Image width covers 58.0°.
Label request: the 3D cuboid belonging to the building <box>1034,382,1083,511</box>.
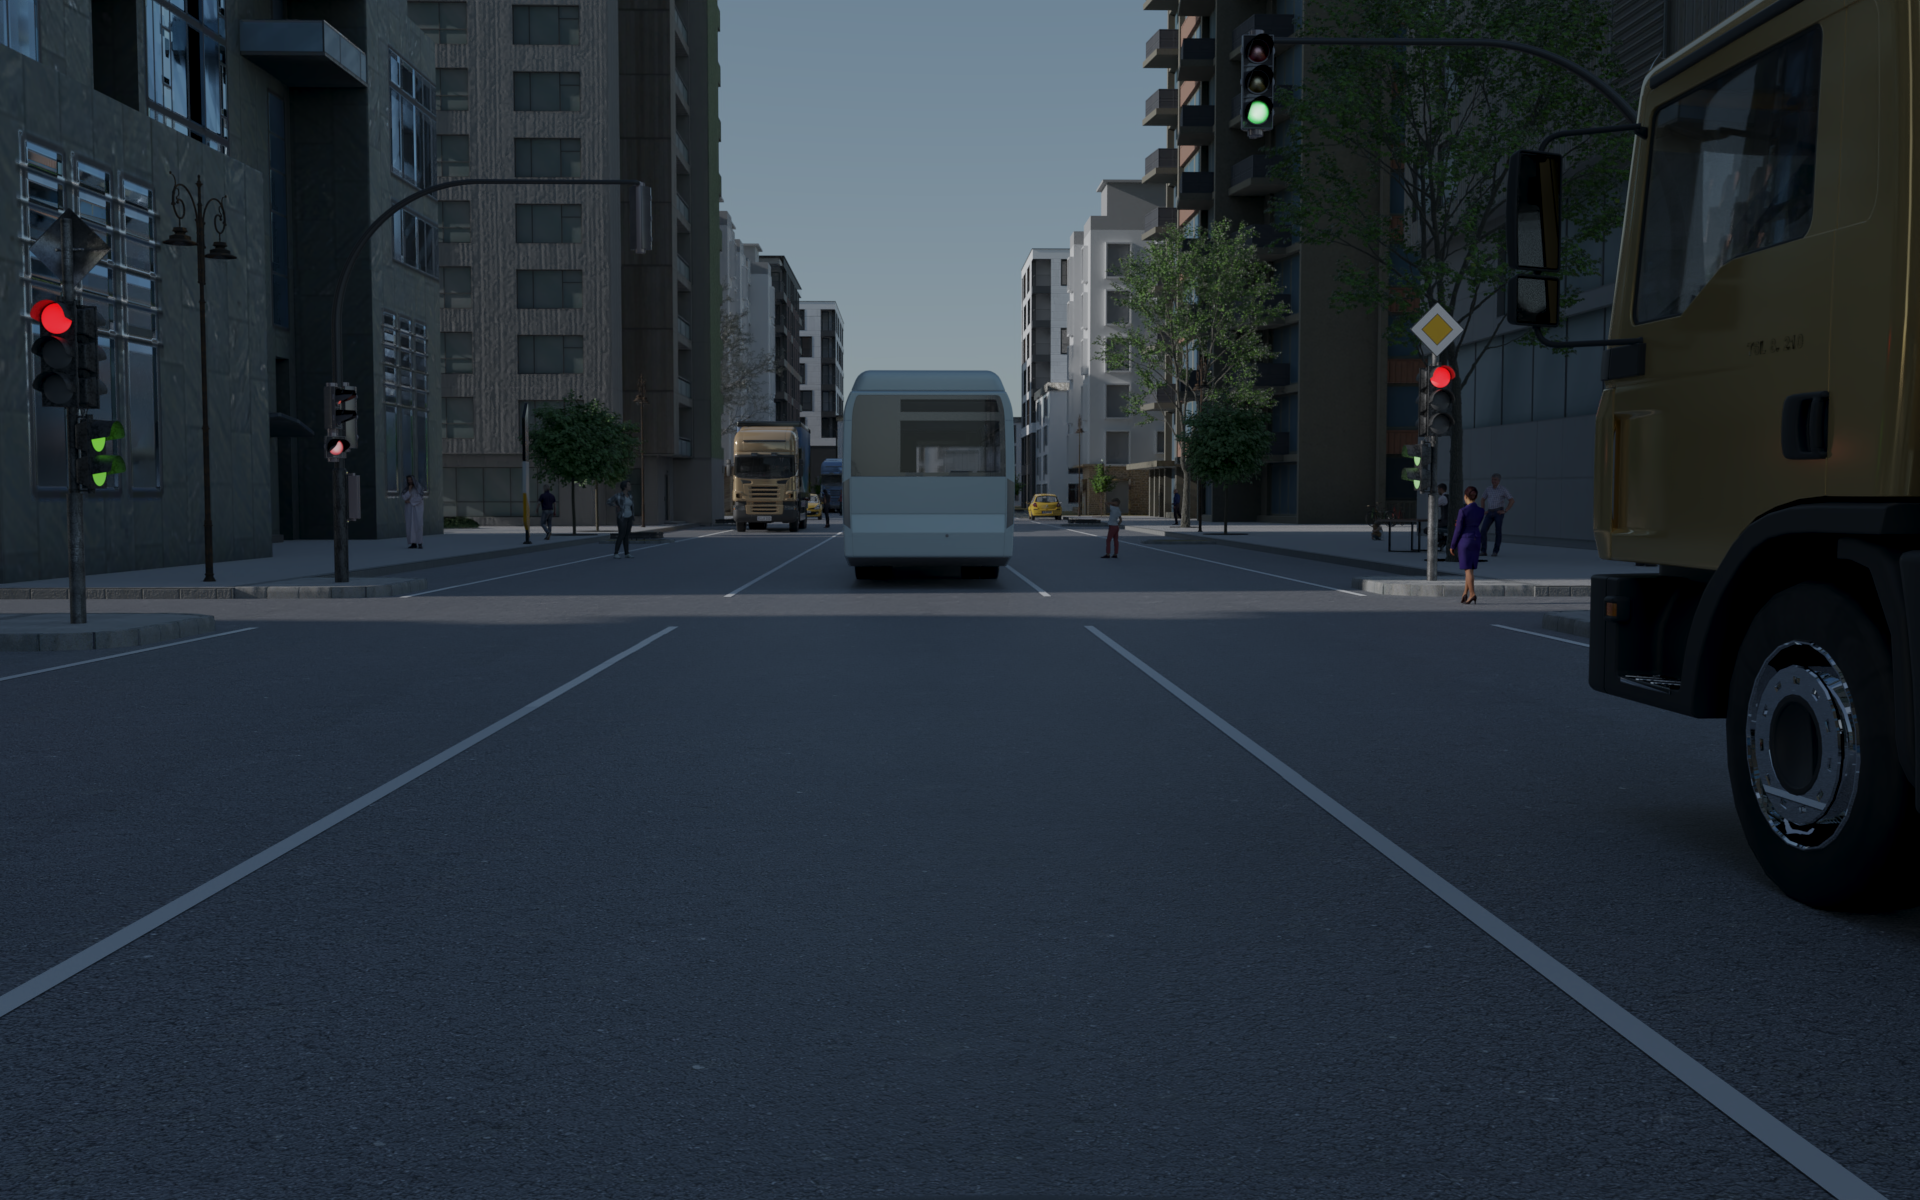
[{"bbox_3d":[11.125,-11.521,130.508,9.099,9.664,28.070,0,4,-2],"label":"building"}]

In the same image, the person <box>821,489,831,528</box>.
[{"bbox_3d":[-5.704,-3.889,73.563,0.415,1.643,0.593,-1,4,-12],"label":"person"}]

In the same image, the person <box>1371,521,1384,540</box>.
[{"bbox_3d":[11.552,-1.920,47.918,0.357,0.543,0.381,0,4,5],"label":"person"}]

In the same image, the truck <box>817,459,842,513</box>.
[{"bbox_3d":[-9.158,-9.052,137.762,2.967,4.110,18.799,0,4,0],"label":"truck"}]

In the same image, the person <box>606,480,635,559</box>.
[{"bbox_3d":[-7.507,-1.800,38.655,0.376,1.734,0.841,2,4,35],"label":"person"}]

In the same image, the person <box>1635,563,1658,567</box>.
[{"bbox_3d":[12.305,-1.453,30.603,0.742,1.727,0.445,2,4,33],"label":"person"}]

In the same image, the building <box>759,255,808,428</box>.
[{"bbox_3d":[-31.711,-19.444,161.885,32.646,21.610,27.936,0,4,-2],"label":"building"}]

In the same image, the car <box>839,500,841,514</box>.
[{"bbox_3d":[-7.659,-6.930,123.094,2.009,1.686,4.222,0,4,-2],"label":"car"}]

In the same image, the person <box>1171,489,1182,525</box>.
[{"bbox_3d":[9.012,-3.877,72.121,0.574,1.496,0.600,-2,4,-34],"label":"person"}]

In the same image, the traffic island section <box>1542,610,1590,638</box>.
[{"bbox_3d":[7.244,0.282,17.664,2.009,0.180,2.903,0,4,-2],"label":"traffic island section"}]

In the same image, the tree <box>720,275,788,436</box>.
[{"bbox_3d":[-13.960,-10.861,87.948,12.009,13.543,11.850,0,3,0],"label":"tree"}]

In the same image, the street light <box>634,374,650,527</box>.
[{"bbox_3d":[-12.215,-5.741,66.658,0.468,5.910,1.993,0,4,-2],"label":"street light"}]

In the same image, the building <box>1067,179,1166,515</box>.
[{"bbox_3d":[14.991,-15.521,110.181,16.016,20.091,11.380,0,4,-2],"label":"building"}]

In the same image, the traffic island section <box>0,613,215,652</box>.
[{"bbox_3d":[-8.771,0.311,17.201,2.009,0.180,2.903,0,4,-2],"label":"traffic island section"}]

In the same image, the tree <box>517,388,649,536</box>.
[{"bbox_3d":[-12.037,-4.289,53.838,4.285,4.588,4.351,0,3,0],"label":"tree"}]

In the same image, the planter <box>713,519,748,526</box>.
[{"bbox_3d":[-10.232,-3.472,77.909,1.991,0.319,1.994,0,4,-2],"label":"planter"}]

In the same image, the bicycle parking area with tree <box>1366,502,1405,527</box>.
[{"bbox_3d":[20.806,-4.961,68.111,9.016,4.147,8.231,-3,5,-41],"label":"bicycle parking area with tree"}]

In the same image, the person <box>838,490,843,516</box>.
[{"bbox_3d":[-7.935,-6.493,115.386,0.721,1.743,1.217,-1,4,-22],"label":"person"}]

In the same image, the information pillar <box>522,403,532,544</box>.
[{"bbox_3d":[-11.093,-3.236,44.264,0.183,3.616,0.504,0,4,-5],"label":"information pillar"}]

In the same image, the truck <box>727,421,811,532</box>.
[{"bbox_3d":[-7.426,-4.892,68.895,2.839,4.237,11.283,0,4,-2],"label":"truck"}]

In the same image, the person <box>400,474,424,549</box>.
[{"bbox_3d":[-12.875,-2.082,40.750,0.551,1.740,0.621,-1,4,-14],"label":"person"}]

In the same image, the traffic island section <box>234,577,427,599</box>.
[{"bbox_3d":[-9.005,-0.177,25.183,2.009,0.180,2.903,0,4,-2],"label":"traffic island section"}]

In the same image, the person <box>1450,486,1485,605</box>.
[{"bbox_3d":[6.564,-0.719,22.622,0.453,1.535,0.546,-3,4,-39],"label":"person"}]

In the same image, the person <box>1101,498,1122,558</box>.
[{"bbox_3d":[3.392,-1.613,38.780,0.340,1.345,0.435,2,4,35],"label":"person"}]

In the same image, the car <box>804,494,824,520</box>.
[{"bbox_3d":[-8.587,-5.312,97.075,2.015,1.641,3.980,0,4,-4],"label":"car"}]

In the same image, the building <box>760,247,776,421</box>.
[{"bbox_3d":[-21.679,-16.646,128.575,16.016,20.091,11.380,0,4,-2],"label":"building"}]

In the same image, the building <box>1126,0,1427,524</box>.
[{"bbox_3d":[20.867,-26.394,86.161,22.147,44.769,28.867,0,4,-2],"label":"building"}]

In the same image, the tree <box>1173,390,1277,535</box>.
[{"bbox_3d":[8.331,-4.337,54.625,4.285,4.588,4.351,0,3,0],"label":"tree"}]

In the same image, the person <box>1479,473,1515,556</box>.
[{"bbox_3d":[10.983,-1.753,35.644,0.436,1.711,0.756,-2,4,-34],"label":"person"}]

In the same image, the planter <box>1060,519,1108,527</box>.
[{"bbox_3d":[5.492,-3.430,77.226,1.991,0.319,1.994,0,4,-2],"label":"planter"}]

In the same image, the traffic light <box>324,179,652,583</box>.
[{"bbox_3d":[-6.876,-3.087,25.145,4.771,5.953,1.251,0,4,-2],"label":"traffic light"}]

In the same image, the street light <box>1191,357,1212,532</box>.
[{"bbox_3d":[8.137,-5.243,58.503,0.468,5.910,1.993,0,4,-2],"label":"street light"}]

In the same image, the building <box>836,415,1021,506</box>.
[{"bbox_3d":[0.769,-15.089,188.846,28.070,9.664,9.099,0,4,-2],"label":"building"}]

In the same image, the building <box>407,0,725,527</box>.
[{"bbox_3d":[-17.919,-23.838,73.346,14.154,41.232,14.086,0,4,-2],"label":"building"}]

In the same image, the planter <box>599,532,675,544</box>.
[{"bbox_3d":[-9.437,-1.816,50.834,1.991,0.319,1.994,0,4,-2],"label":"planter"}]

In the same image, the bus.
[{"bbox_3d":[-0.643,-2.293,32.344,2.948,3.499,13.247,0,4,-1],"label":"bus"}]

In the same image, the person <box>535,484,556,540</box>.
[{"bbox_3d":[-11.576,-2.453,48.356,0.569,1.553,0.471,-1,4,-8],"label":"person"}]

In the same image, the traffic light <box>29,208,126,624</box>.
[{"bbox_3d":[-8.730,-1.722,17.068,0.839,4.253,0.868,0,4,-2],"label":"traffic light"}]

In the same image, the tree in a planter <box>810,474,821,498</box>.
[{"bbox_3d":[-12.455,-9.576,153.792,1.991,3.239,1.994,0,4,-2],"label":"tree in a planter"}]

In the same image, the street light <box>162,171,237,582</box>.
[{"bbox_3d":[-11.010,-3.208,25.233,0.468,5.910,1.993,0,4,-2],"label":"street light"}]

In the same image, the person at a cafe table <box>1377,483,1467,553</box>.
[{"bbox_3d":[10.385,-1.825,38.350,1.622,1.524,1.698,3,5,43],"label":"person at a cafe table"}]

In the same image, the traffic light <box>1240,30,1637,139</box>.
[{"bbox_3d":[5.115,-2.610,17.347,4.771,5.953,1.251,0,4,-2],"label":"traffic light"}]

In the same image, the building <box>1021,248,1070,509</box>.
[{"bbox_3d":[19.445,-19.380,160.840,27.936,21.610,32.646,0,4,-2],"label":"building"}]

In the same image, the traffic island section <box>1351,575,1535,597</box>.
[{"bbox_3d":[7.010,-0.206,25.646,2.009,0.180,2.903,0,4,-2],"label":"traffic island section"}]

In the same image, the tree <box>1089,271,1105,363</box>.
[{"bbox_3d":[8.625,-8.551,65.571,9.928,11.665,9.643,0,3,0],"label":"tree"}]

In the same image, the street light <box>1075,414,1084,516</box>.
[{"bbox_3d":[6.889,-7.768,99.799,0.468,5.910,1.993,0,4,-2],"label":"street light"}]

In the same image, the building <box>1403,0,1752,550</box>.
[{"bbox_3d":[26.778,-27.477,38.493,27.495,52.752,28.713,0,4,-2],"label":"building"}]

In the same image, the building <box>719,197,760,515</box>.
[{"bbox_3d":[-22.272,-15.950,117.194,16.016,20.091,11.380,0,4,-2],"label":"building"}]

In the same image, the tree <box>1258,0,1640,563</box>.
[{"bbox_3d":[9.258,-6.533,32.578,9.928,11.665,9.643,0,3,0],"label":"tree"}]

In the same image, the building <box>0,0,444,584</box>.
[{"bbox_3d":[-25.277,-44.316,37.239,22.319,86.520,31.000,0,4,-2],"label":"building"}]

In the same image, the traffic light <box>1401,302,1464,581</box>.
[{"bbox_3d":[6.970,-2.239,25.531,0.839,4.253,0.868,0,4,-2],"label":"traffic light"}]

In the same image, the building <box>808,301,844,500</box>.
[{"bbox_3d":[-29.846,-21.579,196.783,32.646,21.610,27.936,0,4,-2],"label":"building"}]

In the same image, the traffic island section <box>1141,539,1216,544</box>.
[{"bbox_3d":[6.286,-1.678,50.300,1.991,0.108,1.994,0,4,-2],"label":"traffic island section"}]

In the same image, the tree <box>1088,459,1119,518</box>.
[{"bbox_3d":[7.759,-6.140,94.990,1.663,3.219,1.824,0,3,0],"label":"tree"}]

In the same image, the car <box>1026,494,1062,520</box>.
[{"bbox_3d":[4.731,-5.277,96.495,2.015,1.641,3.980,0,4,-1],"label":"car"}]

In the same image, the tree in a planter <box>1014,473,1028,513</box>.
[{"bbox_3d":[3.999,-7.993,127.916,1.991,3.239,1.994,0,4,-2],"label":"tree in a planter"}]

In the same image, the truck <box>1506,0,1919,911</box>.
[{"bbox_3d":[4.239,-0.489,3.912,3.469,3.379,9.791,0,4,-3],"label":"truck"}]
